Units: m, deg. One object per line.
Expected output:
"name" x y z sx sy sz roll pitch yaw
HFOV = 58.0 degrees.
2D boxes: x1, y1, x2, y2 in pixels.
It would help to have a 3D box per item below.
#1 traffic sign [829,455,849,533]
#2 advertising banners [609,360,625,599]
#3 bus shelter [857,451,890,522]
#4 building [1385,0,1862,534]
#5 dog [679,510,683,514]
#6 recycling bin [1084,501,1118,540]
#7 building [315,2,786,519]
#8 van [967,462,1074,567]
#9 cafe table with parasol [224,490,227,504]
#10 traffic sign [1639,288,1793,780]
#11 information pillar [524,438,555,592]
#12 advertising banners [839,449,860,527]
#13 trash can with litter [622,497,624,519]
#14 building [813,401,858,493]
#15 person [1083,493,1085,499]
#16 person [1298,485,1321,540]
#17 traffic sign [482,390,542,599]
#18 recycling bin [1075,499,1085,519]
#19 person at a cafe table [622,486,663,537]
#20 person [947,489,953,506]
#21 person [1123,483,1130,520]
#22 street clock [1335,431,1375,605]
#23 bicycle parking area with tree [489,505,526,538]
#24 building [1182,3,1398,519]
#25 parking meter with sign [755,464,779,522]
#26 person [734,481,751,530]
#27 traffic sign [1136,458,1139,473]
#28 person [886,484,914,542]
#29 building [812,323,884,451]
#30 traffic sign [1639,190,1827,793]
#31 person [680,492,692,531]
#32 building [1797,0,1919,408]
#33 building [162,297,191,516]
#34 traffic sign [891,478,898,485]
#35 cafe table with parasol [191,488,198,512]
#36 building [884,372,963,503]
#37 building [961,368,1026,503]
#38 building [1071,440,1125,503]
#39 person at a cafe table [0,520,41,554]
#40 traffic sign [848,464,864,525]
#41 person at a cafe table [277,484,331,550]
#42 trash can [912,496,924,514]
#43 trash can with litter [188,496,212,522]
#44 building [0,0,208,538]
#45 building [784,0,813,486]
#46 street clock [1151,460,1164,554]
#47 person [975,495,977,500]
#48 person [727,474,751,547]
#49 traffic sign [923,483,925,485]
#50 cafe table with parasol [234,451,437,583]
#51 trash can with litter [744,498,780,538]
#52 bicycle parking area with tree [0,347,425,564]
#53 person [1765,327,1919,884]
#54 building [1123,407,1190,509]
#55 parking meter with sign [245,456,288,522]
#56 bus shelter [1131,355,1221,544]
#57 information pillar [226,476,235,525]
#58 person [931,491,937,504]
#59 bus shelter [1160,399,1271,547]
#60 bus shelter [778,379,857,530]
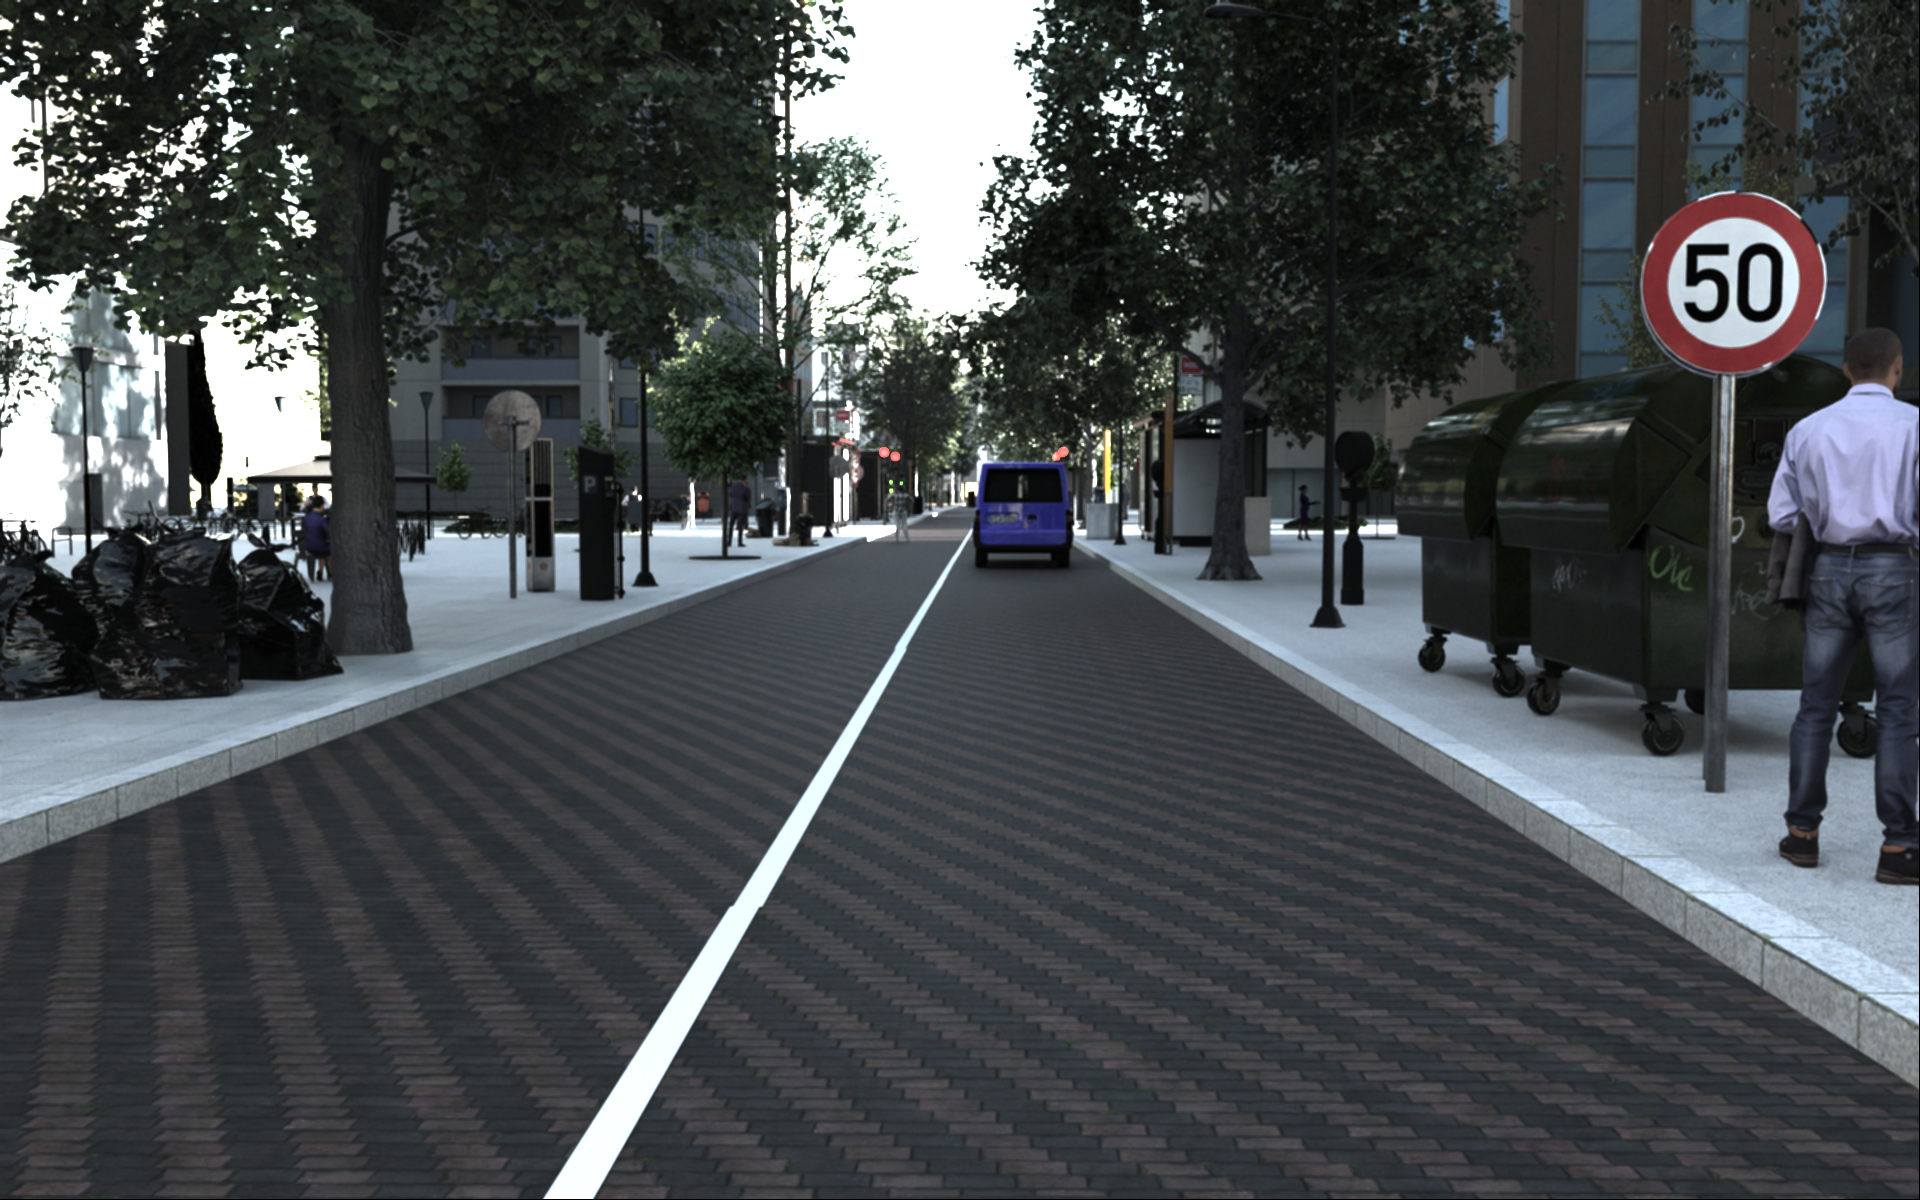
"traffic sign" -3.994 -3.449 56.489 0.768 2.556 0.104 0 4 3
"advertising banners" -4.385 -1.585 22.096 0.090 3.025 2.074 -1 4 -14
"bus shelter" -4.788 -6.559 84.868 2.179 5.291 8.768 0 4 1
"building" 20.720 -24.364 48.460 14.600 45.320 14.200 0 4 1
"dog" -13.824 -4.156 84.787 0.540 0.507 0.406 0 4 -4
"recycling bin" 4.021 -2.225 48.937 0.722 1.027 0.722 2 4 27
"building" -22.312 -34.108 99.672 21.231 58.520 28.212 0 4 1
"van" 1.250 -1.906 35.551 2.240 2.365 5.245 0 4 1
"cafe table with parasol" -45.871 -6.472 110.687 2.610 1.966 2.610 2 4 25
"traffic sign" 3.378 -0.464 7.699 0.768 2.556 0.104 0 4 4
"information pillar" -5.518 -1.116 22.732 0.304 2.012 0.304 -2 4 -31
"advertising banners" -4.678 -4.410 68.296 2.074 3.025 0.090 3 5 40
"trash can with litter" -13.587 -3.652 70.770 2.233 1.210 1.678 -2 4 -27
"building" -14.381 -13.916 169.669 9.099 9.664 28.070 0 4 1
"person" 6.167 -4.915 89.646 0.776 1.435 0.726 -3 5 -40
"person" 9.645 -2.420 47.985 0.546 1.535 0.453 -1 4 -14
"traffic sign" -5.495 -1.292 21.228 0.768 2.556 0.104 1 4 9
"recycling bin" 6.162 -4.575 87.351 0.722 1.027 0.722 2 4 32
"person at a cafe table" -9.916 -2.701 52.670 1.698 1.524 1.622 -1 4 -14
"person" -1.165 -11.322 191.173 0.705 1.821 1.348 2 4 29
"person" 8.084 -4.838 85.273 0.598 1.807 0.434 -2 4 -27
"street clock" 4.549 -0.945 20.026 0.358 2.002 0.471 -2 4 -24
"bicycle parking area with tree" -17.293 -3.838 49.759 8.231 4.147 9.016 2 4 35
"building" 27.136 -31.178 99.005 27.495 52.752 28.713 0 4 1
"parking meter with sign" -8.749 -5.121 79.996 1.738 3.016 0.543 2 4 29
"person" -7.732 -3.349 61.487 0.600 1.739 0.565 3 4 38
"traffic sign" 5.817 -3.266 53.513 0.768 2.556 0.104 0 4 3
"person" -1.800 -2.628 52.188 0.841 1.734 0.376 0 3 0
"building" -16.731 -21.041 200.447 16.016 20.091 11.380 0 4 1
"traffic sign" 3.257 -0.446 7.390 0.768 2.556 0.104 0 4 3
"person" -9.476 -3.053 59.868 0.435 1.345 0.340 0 4 0
"building" 23.426 -22.282 18.940 22.147 44.769 28.867 0 4 1
"building" -59.736 -26.975 95.669 28.867 44.769 22.147 0 4 1
"traffic sign" -4.831 -7.964 130.316 0.768 2.556 0.104 0 4 6
"cafe table with parasol" -49.594 -6.410 109.664 2.610 1.966 2.610 -2 4 -34
"building" -15.482 -23.748 254.733 31.486 18.905 16.747 0 4 1
"building" 5.933 -24.291 253.578 11.380 20.091 16.016 0 4 1
"building" 26.148 -18.845 250.254 28.070 9.664 9.099 0 4 1
"person at a cafe table" -20.978 -1.600 37.020 1.698 1.238 1.726 0 4 4
"traffic sign" -4.348 -4.362 71.422 0.768 2.556 0.104 0 4 2
"person at a cafe table" -15.116 -1.965 40.646 1.698 1.524 1.622 -1 4 -23
"trash can" -2.649 -5.973 109.308 0.748 1.137 0.748 0 3 0
"trash can with litter" -35.421 -4.232 80.584 0.624 1.170 1.055 1 4 21
"building" -39.947 -28.044 47.759 27.495 52.752 28.713 0 4 1
"building" -18.995 -29.526 132.859 14.600 45.320 14.200 0 4 1
"street clock" 4.290 -1.986 37.040 0.358 2.002 0.471 2 4 33
"person" 1.233 -6.326 113.804 0.647 1.594 0.662 -3 5 -42
"person" -5.385 -2.185 42.224 0.683 1.767 0.568 1 4 14
"traffic sign" -3.433 -9.218 150.450 0.795 2.593 0.064 0 4 2
"cafe table with parasol" -9.151 -1.278 25.754 2.610 1.966 2.610 -1 4 -12
"trash can with litter" -5.813 -2.407 50.735 0.624 1.170 1.055 2 4 33
"bicycle parking area with tree" -14.603 -2.902 34.457 8.231 4.147 9.016 0 4 -3
"person" 3.147 -0.001 5.924 0.599 1.838 0.709 -3 5 -41
"building" 27.982 -17.983 139.061 27.650 21.520 28.899 0 4 1
"parking meter with sign" -31.687 -5.071 79.169 1.738 3.016 0.543 -2 4 -33
"bus shelter" 5.941 -4.290 47.772 2.179 5.291 8.768 0 4 1
"information pillar" -30.388 -4.138 72.143 0.304 2.012 0.304 -1 4 -21
"person" -3.501 -13.927 235.842 0.705 1.869 1.348 -2 4 -35
"bus shelter" 5.838 -2.789 39.521 2.014 3.302 5.546 0 4 1
"bus shelter" -5.312 -5.229 63.134 2.179 5.291 8.768 0 4 1
